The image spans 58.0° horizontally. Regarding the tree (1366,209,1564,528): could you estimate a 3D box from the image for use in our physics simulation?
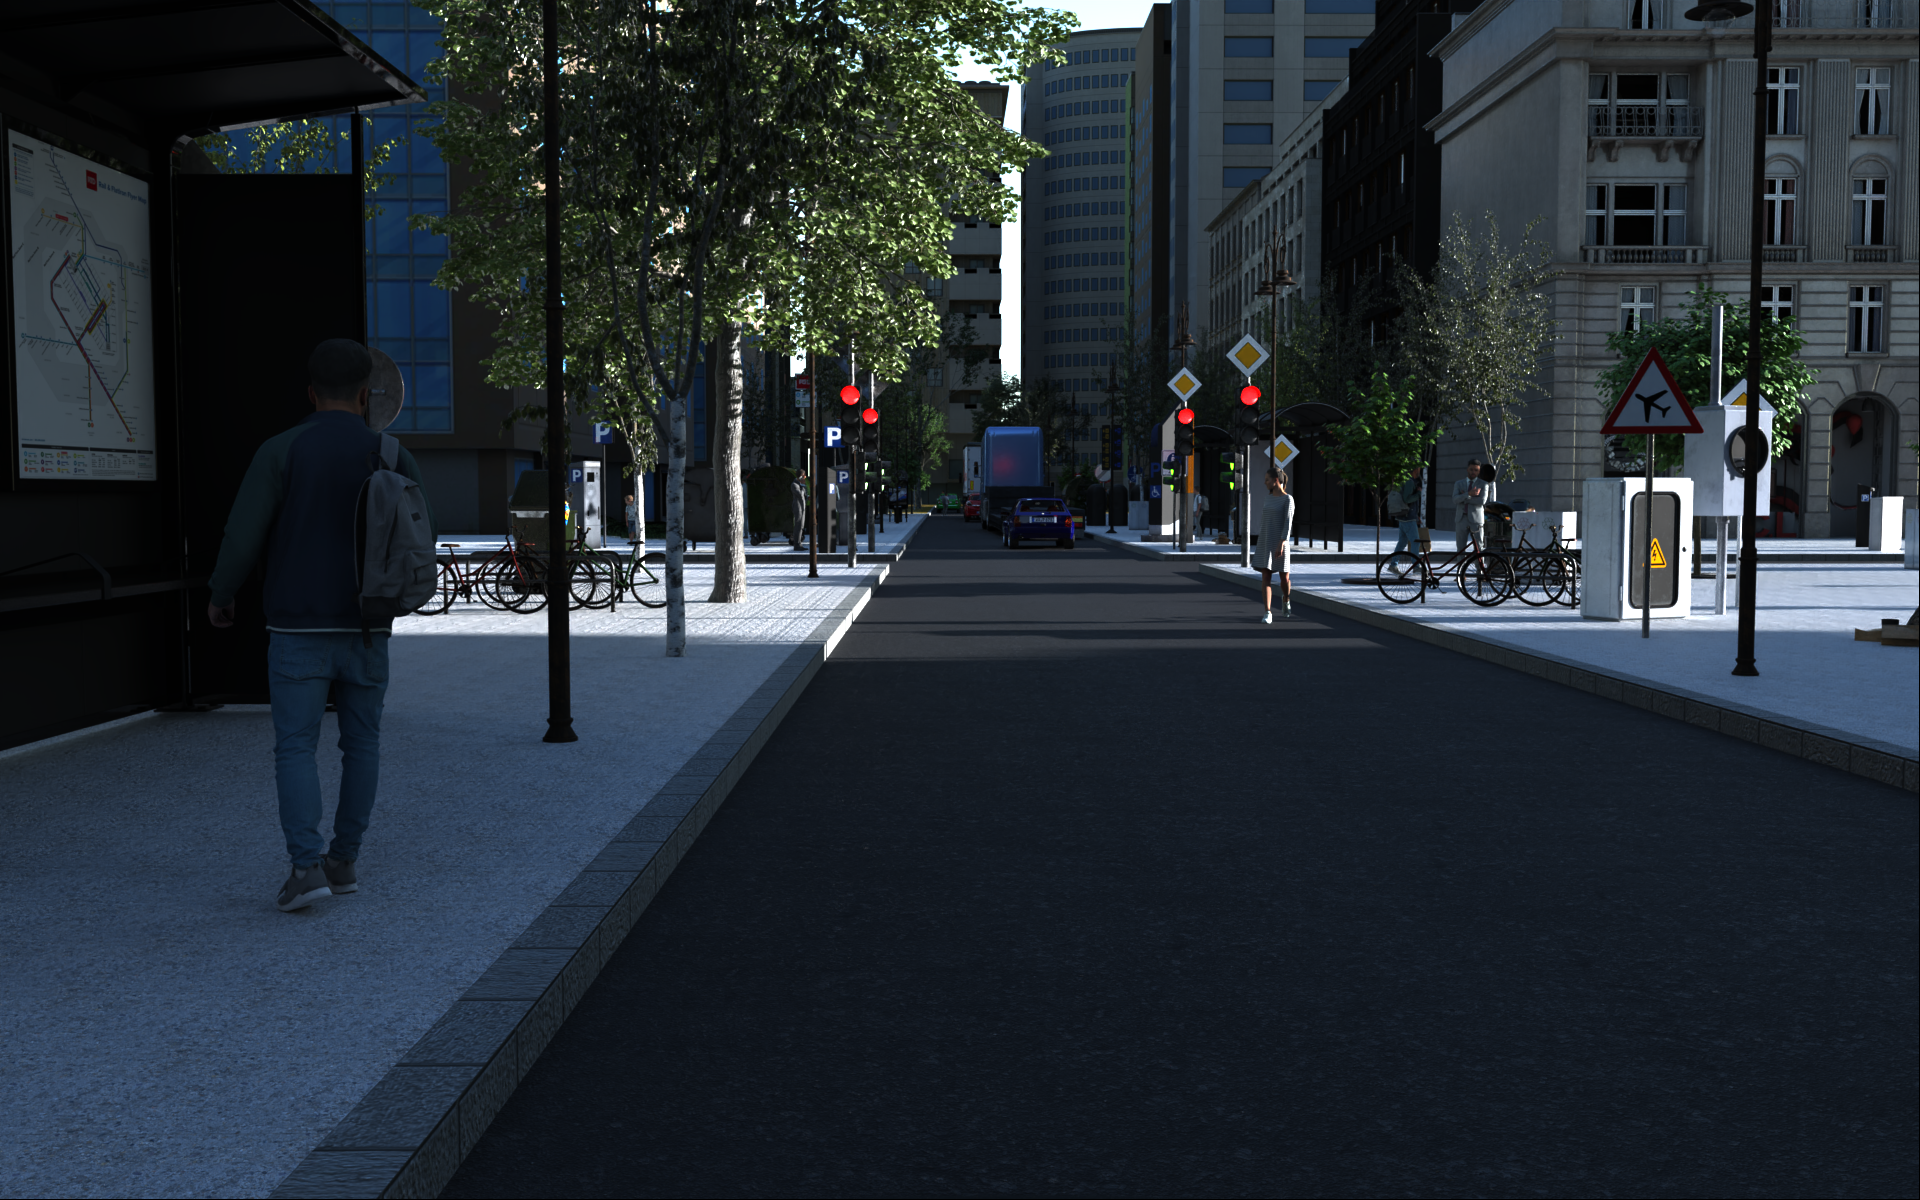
[{"bbox_3d":[13.391,-5.722,43.911,4.360,8.622,3.978,0,3,0],"label":"tree"}]

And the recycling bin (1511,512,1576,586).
[{"bbox_3d":[8.319,-0.742,24.683,0.722,1.027,0.722,2,4,34],"label":"recycling bin"}]

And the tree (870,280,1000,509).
[{"bbox_3d":[-2.875,-18.069,151.309,12.611,20.169,13.585,0,3,0],"label":"tree"}]

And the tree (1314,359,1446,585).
[{"bbox_3d":[6.007,-1.857,24.964,1.663,3.219,1.824,0,3,0],"label":"tree"}]

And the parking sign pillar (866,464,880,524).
[{"bbox_3d":[-4.045,-5.257,74.419,1.447,3.967,1.447,1,4,11],"label":"parking sign pillar"}]

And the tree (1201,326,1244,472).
[{"bbox_3d":[10.994,-7.610,74.778,4.360,8.622,3.978,0,3,0],"label":"tree"}]

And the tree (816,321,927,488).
[{"bbox_3d":[-3.715,-7.177,67.705,4.737,8.622,4.395,0,3,0],"label":"tree"}]

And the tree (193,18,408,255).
[{"bbox_3d":[-9.417,-4.375,21.896,4.737,8.622,4.395,0,3,0],"label":"tree"}]

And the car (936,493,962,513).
[{"bbox_3d":[-0.844,-7.544,132.137,1.959,1.807,4.718,0,4,1],"label":"car"}]

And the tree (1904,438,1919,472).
[{"bbox_3d":[14.052,-1.770,23.548,1.663,3.219,1.824,0,3,0],"label":"tree"}]

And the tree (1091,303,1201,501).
[{"bbox_3d":[7.015,-7.094,66.344,4.360,8.622,3.978,0,3,0],"label":"tree"}]

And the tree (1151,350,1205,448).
[{"bbox_3d":[11.874,-8.281,85.758,4.737,8.622,4.395,0,3,0],"label":"tree"}]

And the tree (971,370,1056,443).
[{"bbox_3d":[5.419,-16.534,176.979,9.857,13.997,8.962,0,3,0],"label":"tree"}]

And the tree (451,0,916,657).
[{"bbox_3d":[-2.225,-3.873,13.678,4.360,8.622,3.978,0,3,0],"label":"tree"}]

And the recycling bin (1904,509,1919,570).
[{"bbox_3d":[16.551,-1.028,29.368,0.722,1.027,0.722,0,4,3],"label":"recycling bin"}]

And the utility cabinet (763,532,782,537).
[{"bbox_3d":[-5.603,-2.611,51.370,0.318,1.500,1.173,1,4,9],"label":"utility cabinet"}]

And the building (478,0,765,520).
[{"bbox_3d":[-19.442,-27.754,103.887,14.600,45.320,14.200,0,4,0],"label":"building"}]

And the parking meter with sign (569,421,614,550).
[{"bbox_3d":[-8.771,-2.700,40.399,0.543,3.016,1.738,1,4,22],"label":"parking meter with sign"}]

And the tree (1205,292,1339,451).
[{"bbox_3d":[11.755,-6.859,62.514,4.737,8.622,4.395,0,3,0],"label":"tree"}]

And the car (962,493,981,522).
[{"bbox_3d":[1.145,-4.924,89.548,2.155,1.783,4.494,0,4,1],"label":"car"}]

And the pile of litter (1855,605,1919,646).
[{"bbox_3d":[8.358,-0.040,14.625,1.176,0.858,1.719,0,4,-1],"label":"pile of litter"}]

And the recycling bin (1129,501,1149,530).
[{"bbox_3d":[6.438,-3.027,62.039,0.722,1.027,0.722,1,4,11],"label":"recycling bin"}]

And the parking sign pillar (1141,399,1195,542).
[{"bbox_3d":[5.594,-3.553,46.557,1.447,3.967,1.447,3,4,37],"label":"parking sign pillar"}]

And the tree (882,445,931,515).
[{"bbox_3d":[-3.851,-7.483,106.067,4.285,4.588,4.351,0,3,0],"label":"tree"}]

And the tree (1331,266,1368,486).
[{"bbox_3d":[13.479,-6.091,49.943,4.360,8.622,3.978,0,3,0],"label":"tree"}]

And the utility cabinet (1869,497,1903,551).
[{"bbox_3d":[21.043,-1.726,39.381,1.020,1.237,0.306,-3,4,-38],"label":"utility cabinet"}]

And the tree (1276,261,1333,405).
[{"bbox_3d":[12.288,-6.431,55.509,4.360,8.622,3.978,0,3,0],"label":"tree"}]

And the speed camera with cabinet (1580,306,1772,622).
[{"bbox_3d":[7.415,-1.440,17.880,2.038,3.252,0.660,-2,4,-23],"label":"speed camera with cabinet"}]

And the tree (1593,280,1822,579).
[{"bbox_3d":[11.531,-2.635,26.794,4.285,4.588,4.351,0,3,0],"label":"tree"}]

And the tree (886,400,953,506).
[{"bbox_3d":[-4.417,-16.142,189.683,9.928,11.665,9.643,0,3,0],"label":"tree"}]

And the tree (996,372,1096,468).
[{"bbox_3d":[5.874,-12.081,131.942,8.767,10.594,7.601,-3,4,-39],"label":"tree"}]

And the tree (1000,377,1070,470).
[{"bbox_3d":[4.914,-9.649,108.128,4.360,8.622,3.978,0,3,0],"label":"tree"}]

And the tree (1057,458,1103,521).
[{"bbox_3d":[6.064,-5.462,83.912,1.663,3.219,1.824,0,3,0],"label":"tree"}]

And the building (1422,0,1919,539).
[{"bbox_3d":[28.424,-13.036,54.933,24.055,21.916,13.314,0,4,0],"label":"building"}]

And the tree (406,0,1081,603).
[{"bbox_3d":[-2.332,-6.251,20.337,7.486,12.596,7.792,0,3,0],"label":"tree"}]

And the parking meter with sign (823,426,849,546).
[{"bbox_3d":[-3.024,-2.906,43.769,0.543,3.016,1.738,-1,4,-15],"label":"parking meter with sign"}]

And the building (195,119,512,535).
[{"bbox_3d":[-20.787,-25.043,59.557,14.600,45.320,14.200,0,4,0],"label":"building"}]

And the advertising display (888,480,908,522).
[{"bbox_3d":[-2.815,-4.506,78.891,0.974,1.923,0.123,2,4,25],"label":"advertising display"}]

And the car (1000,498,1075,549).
[{"bbox_3d":[2.085,-2.076,46.520,1.945,1.354,3.894,0,4,-2],"label":"car"}]

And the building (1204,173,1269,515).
[{"bbox_3d":[20.892,-15.625,104.616,9.793,20.994,18.267,0,4,0],"label":"building"}]

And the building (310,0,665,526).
[{"bbox_3d":[-20.662,-26.398,81.717,14.600,45.320,14.200,0,4,0],"label":"building"}]
